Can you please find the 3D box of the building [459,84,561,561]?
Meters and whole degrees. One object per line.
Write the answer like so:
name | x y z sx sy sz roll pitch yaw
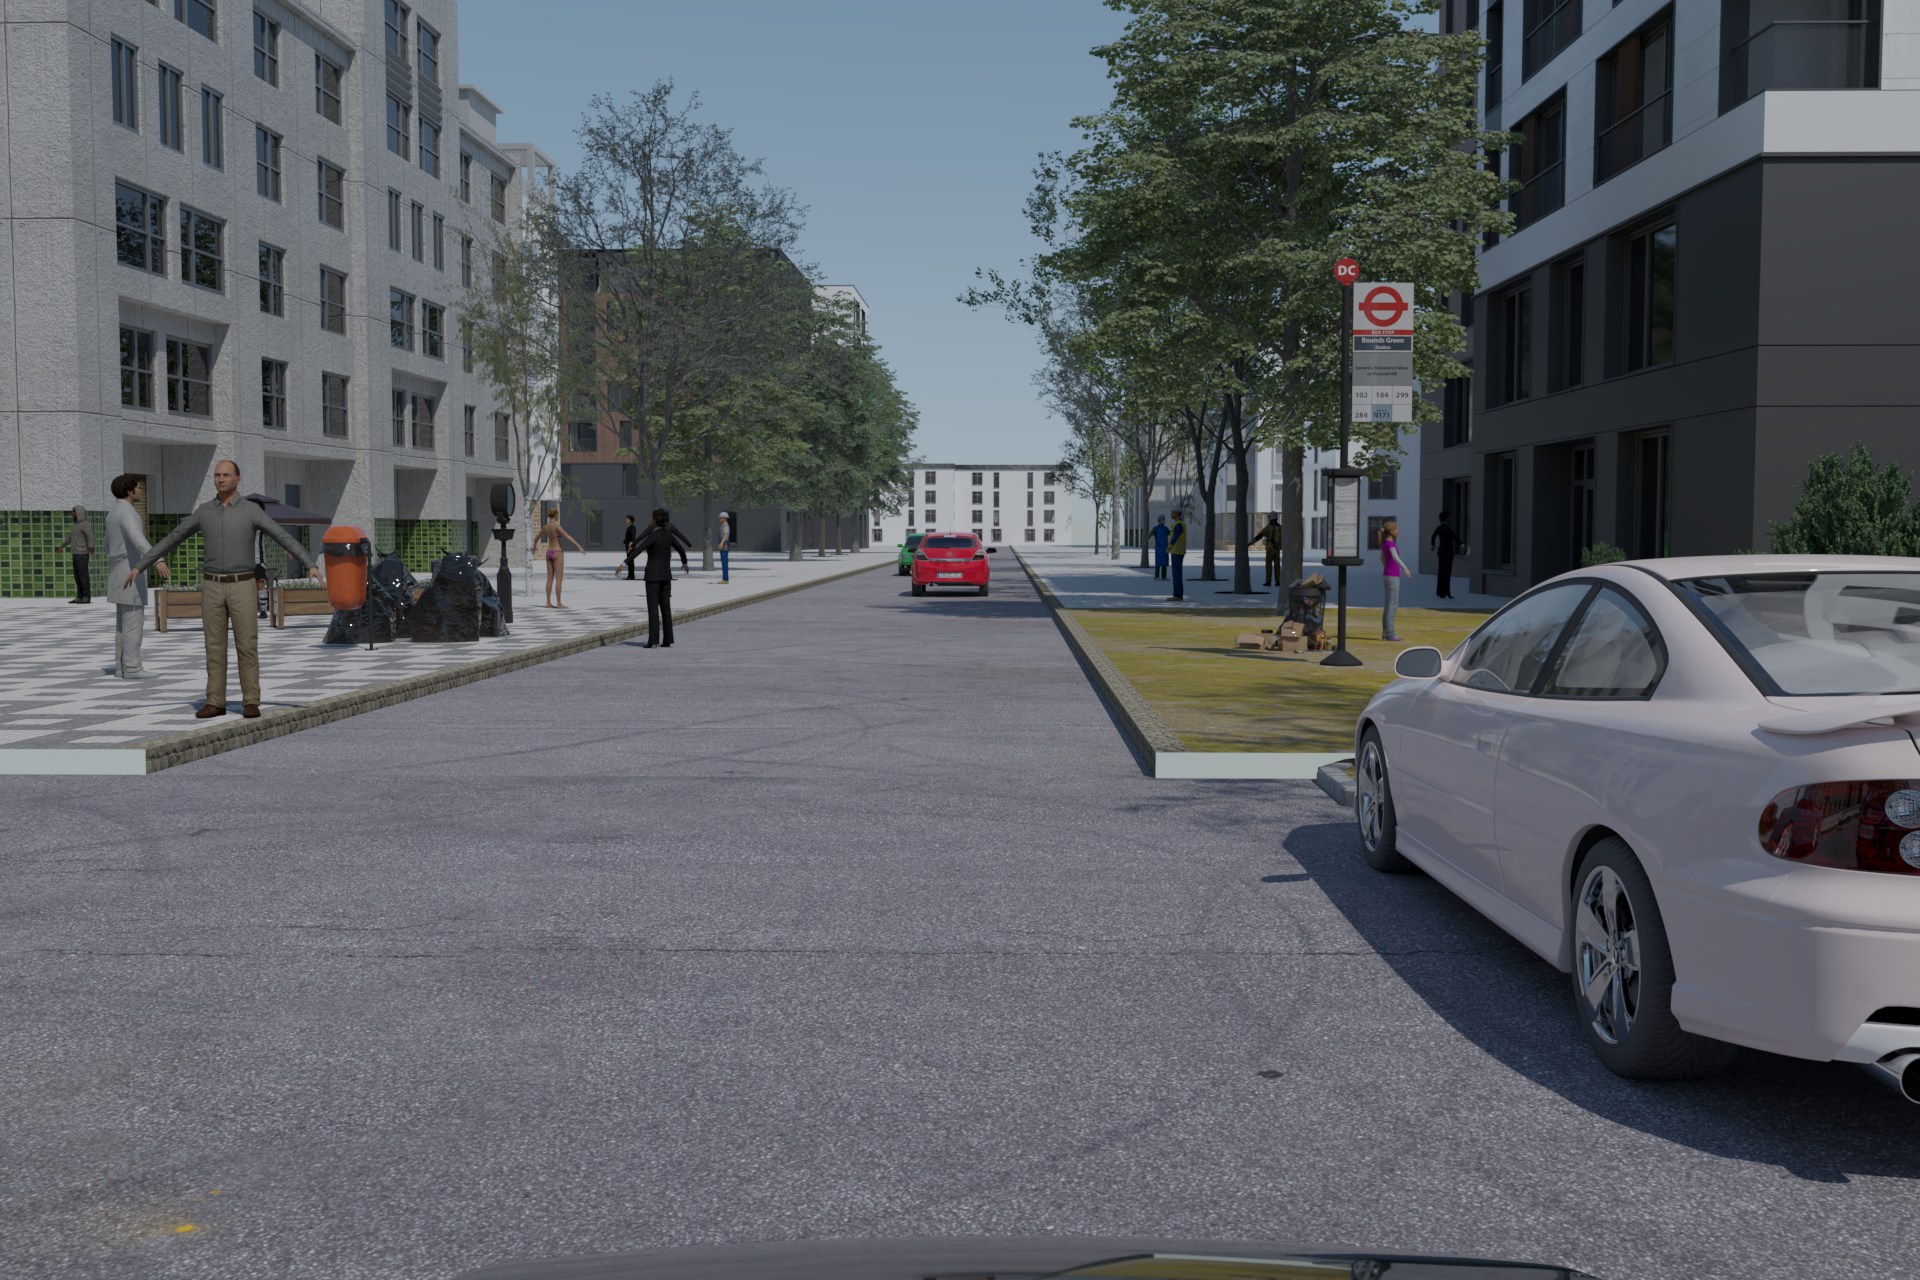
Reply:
building | -25.435 -13.338 74.494 16.016 20.090 11.380 0 4 1

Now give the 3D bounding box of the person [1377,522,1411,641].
person | 5.238 -0.706 20.809 0.599 1.433 0.991 0 4 -1

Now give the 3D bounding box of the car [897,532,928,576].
car | -1.184 -3.165 60.551 1.959 1.807 4.718 0 4 1

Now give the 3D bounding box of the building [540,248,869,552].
building | -22.739 -18.136 140.497 27.936 21.610 32.646 0 4 2

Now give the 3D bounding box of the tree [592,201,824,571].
tree | -8.521 -8.619 59.052 7.486 12.596 7.792 0 3 0

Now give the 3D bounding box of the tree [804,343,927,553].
tree | -7.084 -12.723 114.683 9.857 13.997 8.962 0 3 0

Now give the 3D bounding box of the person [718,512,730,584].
person | -6.083 -2.362 44.478 0.705 1.847 1.347 -1 4 -8

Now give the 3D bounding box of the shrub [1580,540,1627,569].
shrub | 8.445 -0.712 22.756 1.383 1.207 1.383 0 3 0

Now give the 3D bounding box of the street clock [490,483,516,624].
street clock | -6.538 -1.239 24.822 0.358 2.002 0.471 0 4 3

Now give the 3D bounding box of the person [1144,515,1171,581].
person | 5.562 -2.539 47.645 1.347 1.817 0.704 -2 4 -31

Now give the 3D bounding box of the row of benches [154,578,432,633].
row of benches | -8.780 -0.509 23.785 4.104 0.672 1.422 -2 4 -31

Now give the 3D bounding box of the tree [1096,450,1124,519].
tree | 19.289 -16.864 201.481 9.928 11.665 9.643 0 3 0

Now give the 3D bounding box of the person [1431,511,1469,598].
person | 9.763 -1.707 34.626 0.721 1.740 1.216 -1 4 -18

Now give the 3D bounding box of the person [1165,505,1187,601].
person | 4.135 -1.667 33.219 0.705 1.833 1.349 1 4 14

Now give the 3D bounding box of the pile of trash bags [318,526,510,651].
pile of trash bags | -6.659 -0.658 20.507 1.912 1.369 3.447 0 4 3

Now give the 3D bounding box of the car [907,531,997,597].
car | -0.197 -1.965 41.166 2.155 1.783 4.494 0 4 1

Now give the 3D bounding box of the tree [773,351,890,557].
tree | -7.758 -10.417 96.071 9.928 11.665 9.643 0 3 0

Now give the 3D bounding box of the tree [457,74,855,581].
tree | -8.391 -8.368 47.182 12.009 13.543 11.850 0 3 0

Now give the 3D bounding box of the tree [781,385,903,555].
tree | -7.316 -10.974 105.175 9.928 11.665 9.643 0 3 0

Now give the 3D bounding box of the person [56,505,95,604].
person | -16.192 -1.572 31.828 1.348 1.813 0.705 3 4 39

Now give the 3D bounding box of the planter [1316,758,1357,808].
planter | 3.032 0.708 9.559 1.991 0.319 1.994 0 4 2

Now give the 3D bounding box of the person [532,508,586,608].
person | -6.971 -1.419 30.004 1.217 1.733 0.721 2 4 31

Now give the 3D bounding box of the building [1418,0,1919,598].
building | 25.027 -11.927 38.982 27.936 21.610 32.646 0 4 1

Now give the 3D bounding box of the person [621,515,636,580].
person | -9.171 -2.560 48.035 0.705 1.806 1.347 -1 4 -21

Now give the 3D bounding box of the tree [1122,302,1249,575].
tree | 6.703 -6.360 54.356 4.360 8.622 3.978 0 3 0

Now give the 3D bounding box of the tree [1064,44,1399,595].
tree | 5.942 -6.797 36.880 9.928 11.665 9.643 0 3 0

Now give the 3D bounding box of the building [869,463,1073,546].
building | -0.621 -16.003 206.252 28.070 9.664 9.099 0 4 1

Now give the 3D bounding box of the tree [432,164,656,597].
tree | -8.972 -5.191 35.234 4.360 8.622 3.978 0 3 0

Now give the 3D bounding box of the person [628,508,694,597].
person | -6.049 -1.766 35.104 1.346 1.802 0.704 -1 4 -15

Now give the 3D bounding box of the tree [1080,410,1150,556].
tree | 8.672 -9.098 99.122 4.737 8.622 4.395 0 3 0

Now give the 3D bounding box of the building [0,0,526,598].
building | -25.368 -11.229 50.060 16.747 18.905 31.486 0 4 2

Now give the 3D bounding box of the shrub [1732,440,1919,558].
shrub | 7.464 -0.642 14.546 1.661 2.075 1.752 0 3 0

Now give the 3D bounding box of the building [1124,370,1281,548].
building | 25.618 -18.624 170.959 16.747 18.905 31.486 0 4 2

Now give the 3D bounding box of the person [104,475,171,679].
person | -7.370 -0.565 15.419 0.705 1.806 1.347 -3 5 -42

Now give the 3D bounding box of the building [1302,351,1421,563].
building | 20.930 -8.186 75.996 9.099 9.664 28.070 0 4 2

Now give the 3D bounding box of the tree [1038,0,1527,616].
tree | 5.138 -6.686 27.439 7.486 12.596 7.792 0 3 0

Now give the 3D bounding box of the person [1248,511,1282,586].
person | 7.701 -2.256 42.651 1.354 1.858 0.705 -1 4 -14

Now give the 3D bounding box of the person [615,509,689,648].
person | -3.850 -0.773 21.825 0.721 1.740 1.216 3 4 37

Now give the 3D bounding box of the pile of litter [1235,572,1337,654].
pile of litter | 3.671 -0.329 19.342 1.176 0.858 1.719 0 4 1

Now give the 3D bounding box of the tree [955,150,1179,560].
tree | 6.620 -14.121 86.767 12.611 20.169 13.585 0 3 0

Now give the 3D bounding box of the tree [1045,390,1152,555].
tree | 8.793 -10.592 107.599 7.601 10.594 8.767 -2 4 -34

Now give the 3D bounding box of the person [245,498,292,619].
person | -10.689 -1.226 26.189 1.345 1.843 0.704 1 4 9

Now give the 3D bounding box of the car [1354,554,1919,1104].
car | 2.651 0.394 5.917 2.083 1.381 4.827 0 4 1

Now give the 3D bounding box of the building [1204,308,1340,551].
building | 25.482 -17.575 143.765 16.016 20.090 11.380 0 4 1

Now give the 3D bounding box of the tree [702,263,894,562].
tree | -7.715 -10.611 80.144 9.857 13.997 8.962 0 3 0

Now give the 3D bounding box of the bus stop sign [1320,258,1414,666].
bus stop sign | 3.957 -1.722 16.852 0.855 3.939 0.416 0 4 1

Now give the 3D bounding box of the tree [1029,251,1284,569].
tree | 7.035 -9.426 64.486 12.009 13.543 11.850 0 3 0

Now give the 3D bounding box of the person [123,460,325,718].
person | -5.122 -0.358 12.123 1.348 1.796 0.705 0 4 -6

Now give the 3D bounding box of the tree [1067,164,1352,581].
tree | 6.735 -7.419 47.064 9.928 11.665 9.643 0 3 0
